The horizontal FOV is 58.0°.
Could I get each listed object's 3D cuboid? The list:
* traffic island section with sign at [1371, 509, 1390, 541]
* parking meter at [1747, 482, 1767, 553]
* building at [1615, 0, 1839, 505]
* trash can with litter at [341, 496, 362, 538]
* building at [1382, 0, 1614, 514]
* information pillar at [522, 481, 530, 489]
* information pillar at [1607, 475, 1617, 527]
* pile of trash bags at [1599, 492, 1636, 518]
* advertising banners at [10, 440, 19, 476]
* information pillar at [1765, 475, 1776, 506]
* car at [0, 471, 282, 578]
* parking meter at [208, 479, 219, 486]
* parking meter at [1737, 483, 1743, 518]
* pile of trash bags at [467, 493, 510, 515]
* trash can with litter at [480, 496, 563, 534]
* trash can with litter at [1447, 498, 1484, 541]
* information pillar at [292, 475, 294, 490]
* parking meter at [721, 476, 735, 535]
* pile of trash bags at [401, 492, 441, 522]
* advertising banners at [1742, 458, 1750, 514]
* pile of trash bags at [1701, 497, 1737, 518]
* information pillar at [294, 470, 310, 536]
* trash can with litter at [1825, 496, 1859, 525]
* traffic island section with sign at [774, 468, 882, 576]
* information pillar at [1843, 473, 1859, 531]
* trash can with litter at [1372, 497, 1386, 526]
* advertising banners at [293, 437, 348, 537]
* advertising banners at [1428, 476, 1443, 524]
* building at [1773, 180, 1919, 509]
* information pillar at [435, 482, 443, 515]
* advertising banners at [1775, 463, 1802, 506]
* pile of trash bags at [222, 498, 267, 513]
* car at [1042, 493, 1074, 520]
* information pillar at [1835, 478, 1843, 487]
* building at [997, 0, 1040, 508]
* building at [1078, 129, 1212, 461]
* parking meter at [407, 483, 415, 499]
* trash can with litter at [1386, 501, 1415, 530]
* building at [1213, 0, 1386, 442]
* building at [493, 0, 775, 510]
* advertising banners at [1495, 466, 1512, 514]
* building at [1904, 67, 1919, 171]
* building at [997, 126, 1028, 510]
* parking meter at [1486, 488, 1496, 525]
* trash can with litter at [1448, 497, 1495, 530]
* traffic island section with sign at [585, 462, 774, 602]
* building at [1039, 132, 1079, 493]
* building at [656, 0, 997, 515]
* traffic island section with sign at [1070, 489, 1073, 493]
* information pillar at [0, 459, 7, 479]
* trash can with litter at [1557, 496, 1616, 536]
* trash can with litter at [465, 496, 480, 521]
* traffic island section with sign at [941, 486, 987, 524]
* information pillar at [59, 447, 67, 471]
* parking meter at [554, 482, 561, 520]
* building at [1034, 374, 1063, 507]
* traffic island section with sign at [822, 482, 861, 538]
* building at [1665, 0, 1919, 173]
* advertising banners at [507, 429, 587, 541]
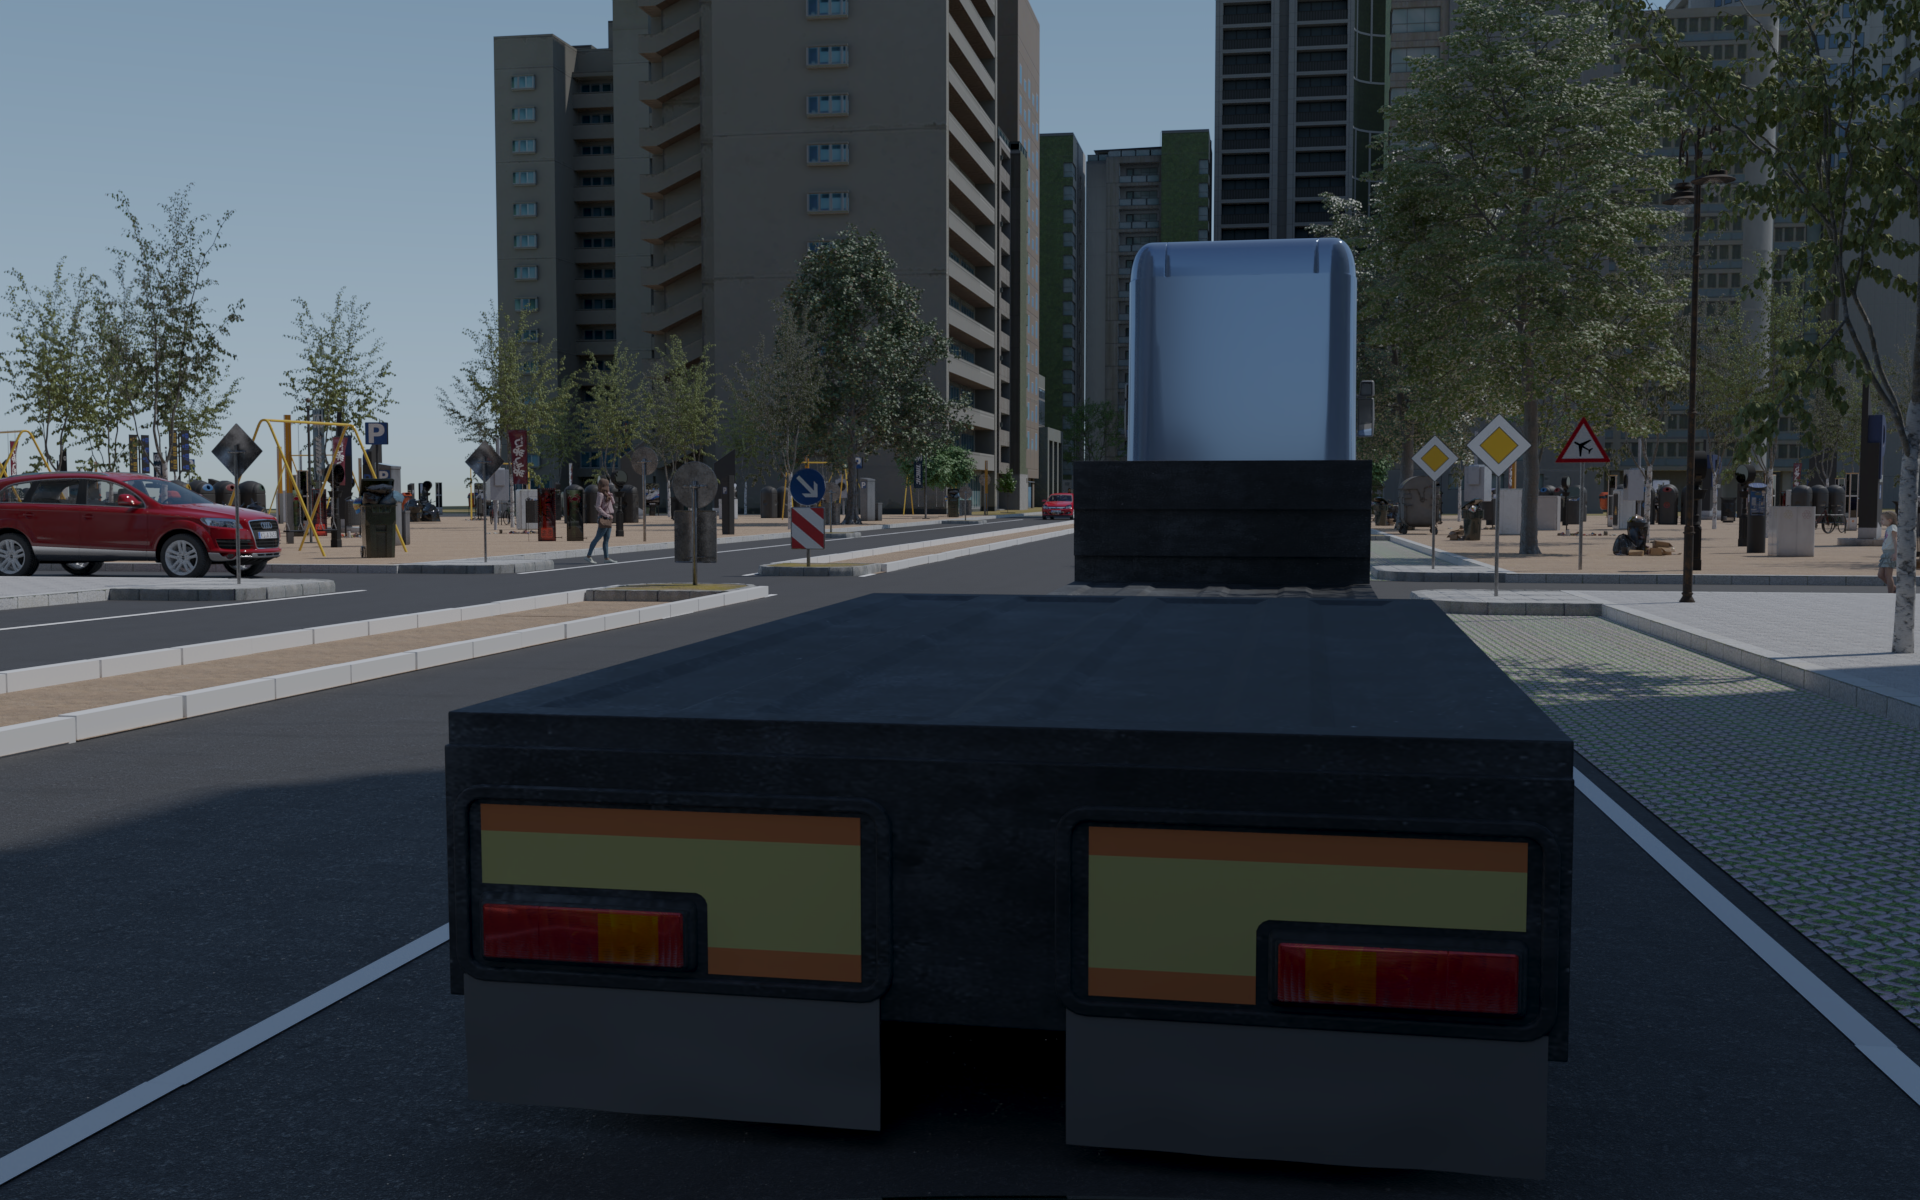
[{"bbox_3d":[12.308,-2.766,53.846,1.989,1.847,2.006,1,4,10],"label":"traffic island section with sign"},{"bbox_3d":[17.356,-1.793,37.721,0.372,1.533,0.369,0,3,0],"label":"parking meter"},{"bbox_3d":[47.685,-27.162,135.972,32.217,40.220,23.993,1,4,10],"label":"building"},{"bbox_3d":[-17.658,-2.474,51.505,1.678,1.210,2.233,2,4,35],"label":"trash can with litter"},{"bbox_3d":[36.060,-26.609,118.657,14.154,41.232,14.086,1,4,10],"label":"building"},{"bbox_3d":[-22.661,-5.263,90.534,0.304,2.012,0.304,1,4,20],"label":"information pillar"},{"bbox_3d":[25.351,-3.843,67.320,0.304,2.012,0.304,2,4,26],"label":"information pillar"},{"bbox_3d":[36.388,-5.159,94.107,3.447,1.369,1.912,0,4,-7],"label":"pile of trash bags"},{"bbox_3d":[-30.977,-3.661,56.045,0.090,3.025,2.074,0,4,0],"label":"advertising banners"},{"bbox_3d":[30.717,-3.744,65.703,0.304,2.012,0.304,3,5,44],"label":"information pillar"},{"bbox_3d":[-14.286,-1.287,29.710,5.304,1.827,2.281,1,4,9],"label":"car"},{"bbox_3d":[-27.985,-3.629,65.041,0.399,1.863,0.255,1,4,16],"label":"parking meter"},{"bbox_3d":[41.898,-5.333,92.899,0.399,1.863,0.255,-2,4,-31],"label":"parking meter"},{"bbox_3d":[-28.670,-5.825,104.987,3.447,1.369,1.912,2,4,35],"label":"pile of trash bags"},{"bbox_3d":[-14.252,-2.763,56.236,2.233,1.210,1.678,-1,4,-21],"label":"trash can with litter"},{"bbox_3d":[13.932,-2.230,47.855,0.624,1.170,1.055,-3,4,-36],"label":"trash can with litter"},{"bbox_3d":[-25.129,-3.707,65.094,0.304,2.012,0.304,2,4,33],"label":"information pillar"},{"bbox_3d":[-7.332,-2.997,54.712,0.399,1.863,0.255,3,5,45],"label":"parking meter"},{"bbox_3d":[-25.637,-4.259,79.379,1.912,1.369,3.447,2,4,32],"label":"pile of trash bags"},{"bbox_3d":[33.726,-4.774,74.241,0.090,3.025,2.074,2,4,31],"label":"advertising banners"},{"bbox_3d":[41.963,-5.231,95.272,3.447,1.369,1.912,-1,4,-20],"label":"pile of trash bags"},{"bbox_3d":[-20.248,-2.993,53.426,0.304,2.012,0.304,-1,4,-12],"label":"information pillar"},{"bbox_3d":[36.699,-3.717,71.829,2.233,1.210,1.678,2,4,35],"label":"trash can with litter"},{"bbox_3d":[-2.569,-1.404,31.100,2.006,1.907,1.989,1,4,10],"label":"traffic island section with sign"},{"bbox_3d":[31.103,-3.421,60.424,0.304,2.012,0.304,0,4,-2],"label":"information pillar"},{"bbox_3d":[17.077,-3.578,69.895,1.055,1.170,0.624,-3,5,-43],"label":"trash can with litter"},{"bbox_3d":[-19.449,-3.441,52.449,0.090,3.025,2.074,3,5,40],"label":"advertising banners"},{"bbox_3d":[20.320,-4.766,74.104,0.090,3.025,2.074,0,4,-1],"label":"advertising banners"},{"bbox_3d":[81.488,-23.720,159.525,14.107,30.474,14.160,1,4,10],"label":"building"},{"bbox_3d":[-32.435,-6.319,107.807,0.304,2.012,0.304,2,4,28],"label":"information pillar"},{"bbox_3d":[46.675,-6.231,98.068,0.090,3.025,2.074,-2,4,-31],"label":"advertising banners"},{"bbox_3d":[-39.355,-5.247,95.536,1.912,1.369,3.447,-1,4,-12],"label":"pile of trash bags"},{"bbox_3d":[5.743,-5.415,97.579,2.155,1.783,4.494,1,4,12],"label":"car"},{"bbox_3d":[40.820,-4.642,80.385,0.304,2.012,0.304,0,4,0],"label":"information pillar"},{"bbox_3d":[-0.851,-30.621,150.756,14.600,45.320,14.200,1,4,10],"label":"building"},{"bbox_3d":[21.611,-31.473,198.175,14.086,41.232,14.154,1,4,10],"label":"building"},{"bbox_3d":[-29.156,-5.278,92.003,0.255,1.863,0.399,1,4,10],"label":"parking meter"},{"bbox_3d":[15.736,-3.055,61.333,0.624,1.170,1.055,-1,4,-14],"label":"trash can with litter"},{"bbox_3d":[39.497,-46.405,196.971,20.611,71.187,20.563,1,4,10],"label":"building"},{"bbox_3d":[-32.548,-33.743,175.397,21.600,48.544,21.300,1,4,10],"label":"building"},{"bbox_3d":[30.691,-6.222,97.919,2.074,3.025,0.090,-3,4,-36],"label":"advertising banners"},{"bbox_3d":[95.574,-29.002,157.780,14.086,41.232,14.154,1,4,10],"label":"building"},{"bbox_3d":[-2.477,-22.343,137.002,14.160,30.474,14.107,1,4,10],"label":"building"},{"bbox_3d":[21.856,-3.846,71.297,0.372,1.533,0.369,0,3,0],"label":"parking meter"},{"bbox_3d":[18.848,-3.173,62.941,1.678,1.210,2.233,-3,5,-42],"label":"trash can with litter"},{"bbox_3d":[-3.839,-0.958,23.802,2.006,1.907,1.989,1,4,10],"label":"traffic island section with sign"},{"bbox_3d":[6.916,-31.584,199.993,14.086,41.232,14.154,1,4,10],"label":"building"},{"bbox_3d":[-9.555,-30.298,119.078,21.300,48.544,21.600,1,4,10],"label":"building"},{"bbox_3d":[8.755,-7.611,133.061,1.989,1.847,2.006,1,4,10],"label":"traffic island section with sign"},{"bbox_3d":[-63.847,-7.604,115.688,0.183,3.616,0.504,2,4,24],"label":"information pillar"},{"bbox_3d":[19.301,-2.580,53.247,2.233,1.210,1.678,-1,4,-10],"label":"trash can with litter"},{"bbox_3d":[-23.598,-4.480,84.312,1.678,1.210,2.233,0,4,-1],"label":"trash can with litter"},{"bbox_3d":[0.245,-4.593,83.731,1.989,1.847,2.006,1,4,10],"label":"traffic island section with sign"},{"bbox_3d":[-44.757,-5.820,86.507,0.183,3.616,0.504,1,4,12],"label":"information pillar"},{"bbox_3d":[-19.750,-4.850,85.012,0.255,1.863,0.399,-2,4,-27],"label":"parking meter"},{"bbox_3d":[-6.522,-52.344,168.503,31.000,86.520,22.319,1,4,10],"label":"building"},{"bbox_3d":[-4.337,-2.969,57.167,1.989,1.847,2.006,1,4,10],"label":"traffic island section with sign"},{"bbox_3d":[92.459,-39.521,188.165,28.212,58.520,21.231,1,4,10],"label":"building"},{"bbox_3d":[-11.206,-3.110,47.035,2.074,3.025,0.090,0,4,-7],"label":"advertising banners"}]
